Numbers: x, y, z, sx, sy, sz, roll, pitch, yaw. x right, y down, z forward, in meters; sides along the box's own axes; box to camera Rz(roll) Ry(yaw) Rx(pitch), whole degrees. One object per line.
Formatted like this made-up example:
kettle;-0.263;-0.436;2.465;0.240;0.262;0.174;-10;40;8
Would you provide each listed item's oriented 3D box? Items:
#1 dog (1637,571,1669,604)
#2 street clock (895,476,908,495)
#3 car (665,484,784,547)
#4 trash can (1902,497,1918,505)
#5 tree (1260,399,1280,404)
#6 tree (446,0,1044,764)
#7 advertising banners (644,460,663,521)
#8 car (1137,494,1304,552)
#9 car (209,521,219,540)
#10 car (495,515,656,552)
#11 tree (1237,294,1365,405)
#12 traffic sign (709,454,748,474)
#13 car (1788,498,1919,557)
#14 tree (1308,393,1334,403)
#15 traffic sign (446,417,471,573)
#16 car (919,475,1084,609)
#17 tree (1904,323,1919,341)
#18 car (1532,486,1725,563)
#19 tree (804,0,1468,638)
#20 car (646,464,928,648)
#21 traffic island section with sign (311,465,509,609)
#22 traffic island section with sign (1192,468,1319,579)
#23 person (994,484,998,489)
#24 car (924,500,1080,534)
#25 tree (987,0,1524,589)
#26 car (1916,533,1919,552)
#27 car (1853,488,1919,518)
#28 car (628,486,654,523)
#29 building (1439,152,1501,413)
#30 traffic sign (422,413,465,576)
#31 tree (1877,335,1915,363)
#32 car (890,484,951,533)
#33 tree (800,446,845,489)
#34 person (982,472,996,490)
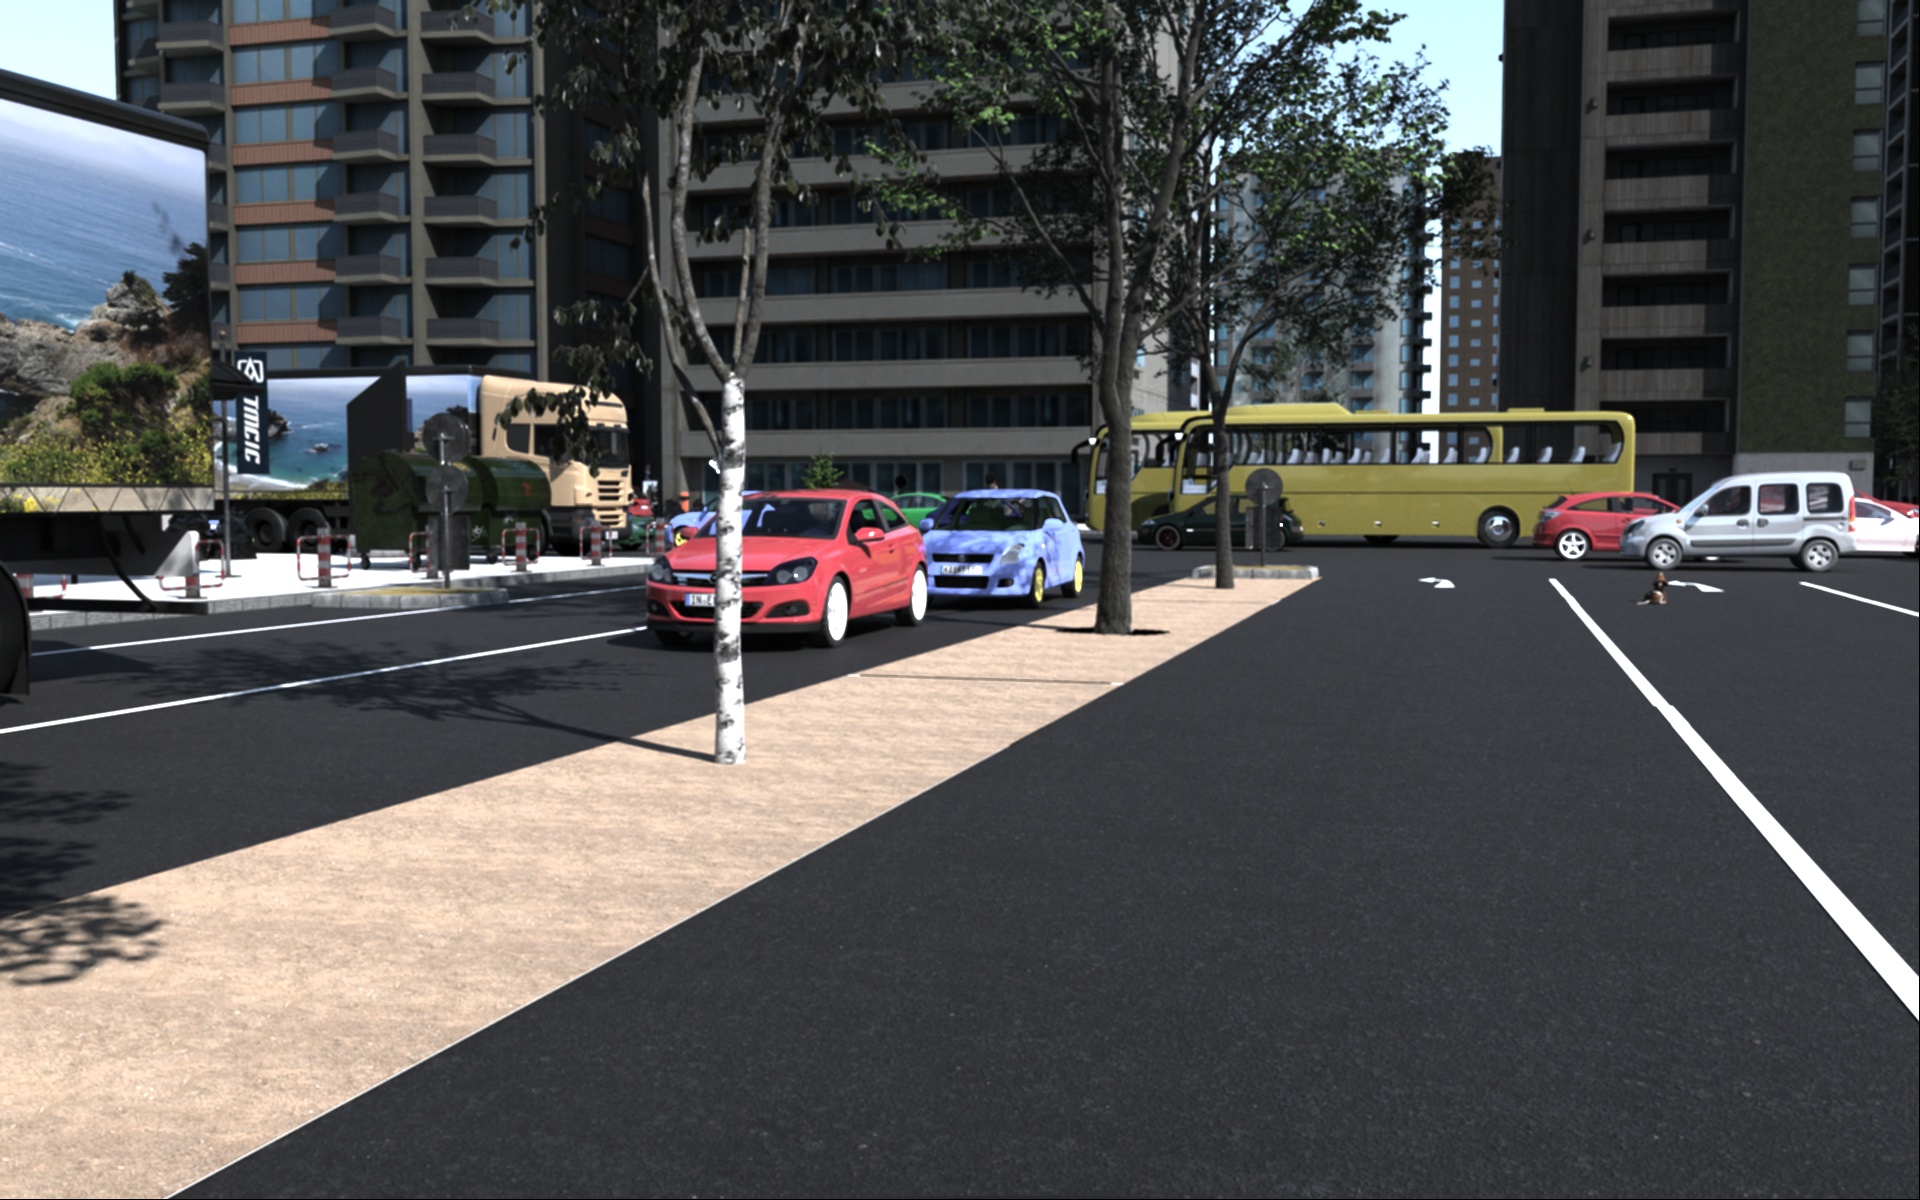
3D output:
dog;9.085;-0.159;22.787;0.748;0.427;0.550;-1;4;-14
street clock;-2.283;-3.860;67.688;0.471;2.002;0.358;1;4;11
car;-5.669;-2.104;43.993;3.694;1.707;1.945;1;4;17
trash can;45.606;-4.373;83.154;0.748;1.137;0.748;0;3;0
tree;24.102;-11.278;134.763;4.737;8.622;4.395;0;3;0
tree;-1.170;-3.446;9.167;4.360;8.622;3.978;0;3;0
advertising banners;-14.356;-5.383;84.195;2.074;3.025;0.090;-3;5;-40
car;6.621;-2.101;44.135;4.222;1.686;2.009;1;4;15
car;-22.908;-2.457;49.765;3.694;1.707;1.945;1;4;16
car;-10.111;-1.988;44.303;4.920;1.459;2.131;1;4;18
tree;31.675;-18.907;165.026;12.611;20.169;13.585;0;3;0
traffic sign;-4.366;-1.773;32.629;0.795;2.450;0.064;1;4;17
car;20.333;-1.656;39.433;4.827;1.381;2.083;1;4;15
tree;37.750;-15.960;183.007;6.751;12.117;7.091;0;3;0
traffic sign;-8.305;-1.718;28.191;0.768;2.556;0.104;1;4;19
car;0.504;-0.815;22.909;1.945;1.707;3.694;1;4;16
tree;40.072;-7.423;71.724;4.737;8.622;4.395;0;3;0
car;14.685;-1.727;37.272;4.494;1.783;2.155;1;4;17
tree;1.644;-5.445;17.239;9.928;11.665;9.643;0;3;0
car;-1.653;-0.525;17.625;2.155;1.783;4.494;1;4;15
traffic island section with sign;-7.040;-0.859;22.670;1.989;1.847;2.006;1;4;17
traffic island section with sign;5.193;-1.343;30.090;2.006;1.907;1.989;1;4;17
person;1.102;-3.169;60.654;0.444;1.785;0.601;1;4;12
car;1.096;-1.982;44.985;3.894;1.354;1.945;1;4;17
tree;4.115;-5.459;26.119;8.767;10.594;7.601;1;4;17
car;22.604;-1.669;36.331;4.494;1.783;2.155;1;4;18
car;24.216;-2.433;48.459;5.304;1.827;2.281;1;4;15
car;-13.621;-3.262;62.007;5.304;1.827;2.281;1;4;15
building;70.813;-35.364;228.304;14.200;45.320;14.600;1;4;17
traffic sign;-8.098;-1.652;27.122;0.768;2.556;0.104;1;4;18
tree;43.520;-7.880;79.201;4.360;8.622;3.978;0;3;0
car;-1.628;-2.873;55.775;4.718;1.807;1.959;1;4;15
tree;-5.566;-4.597;69.754;1.663;3.219;1.824;0;3;0
person;0.512;-1.421;31.724;0.713;1.824;0.794;-2;4;-31
